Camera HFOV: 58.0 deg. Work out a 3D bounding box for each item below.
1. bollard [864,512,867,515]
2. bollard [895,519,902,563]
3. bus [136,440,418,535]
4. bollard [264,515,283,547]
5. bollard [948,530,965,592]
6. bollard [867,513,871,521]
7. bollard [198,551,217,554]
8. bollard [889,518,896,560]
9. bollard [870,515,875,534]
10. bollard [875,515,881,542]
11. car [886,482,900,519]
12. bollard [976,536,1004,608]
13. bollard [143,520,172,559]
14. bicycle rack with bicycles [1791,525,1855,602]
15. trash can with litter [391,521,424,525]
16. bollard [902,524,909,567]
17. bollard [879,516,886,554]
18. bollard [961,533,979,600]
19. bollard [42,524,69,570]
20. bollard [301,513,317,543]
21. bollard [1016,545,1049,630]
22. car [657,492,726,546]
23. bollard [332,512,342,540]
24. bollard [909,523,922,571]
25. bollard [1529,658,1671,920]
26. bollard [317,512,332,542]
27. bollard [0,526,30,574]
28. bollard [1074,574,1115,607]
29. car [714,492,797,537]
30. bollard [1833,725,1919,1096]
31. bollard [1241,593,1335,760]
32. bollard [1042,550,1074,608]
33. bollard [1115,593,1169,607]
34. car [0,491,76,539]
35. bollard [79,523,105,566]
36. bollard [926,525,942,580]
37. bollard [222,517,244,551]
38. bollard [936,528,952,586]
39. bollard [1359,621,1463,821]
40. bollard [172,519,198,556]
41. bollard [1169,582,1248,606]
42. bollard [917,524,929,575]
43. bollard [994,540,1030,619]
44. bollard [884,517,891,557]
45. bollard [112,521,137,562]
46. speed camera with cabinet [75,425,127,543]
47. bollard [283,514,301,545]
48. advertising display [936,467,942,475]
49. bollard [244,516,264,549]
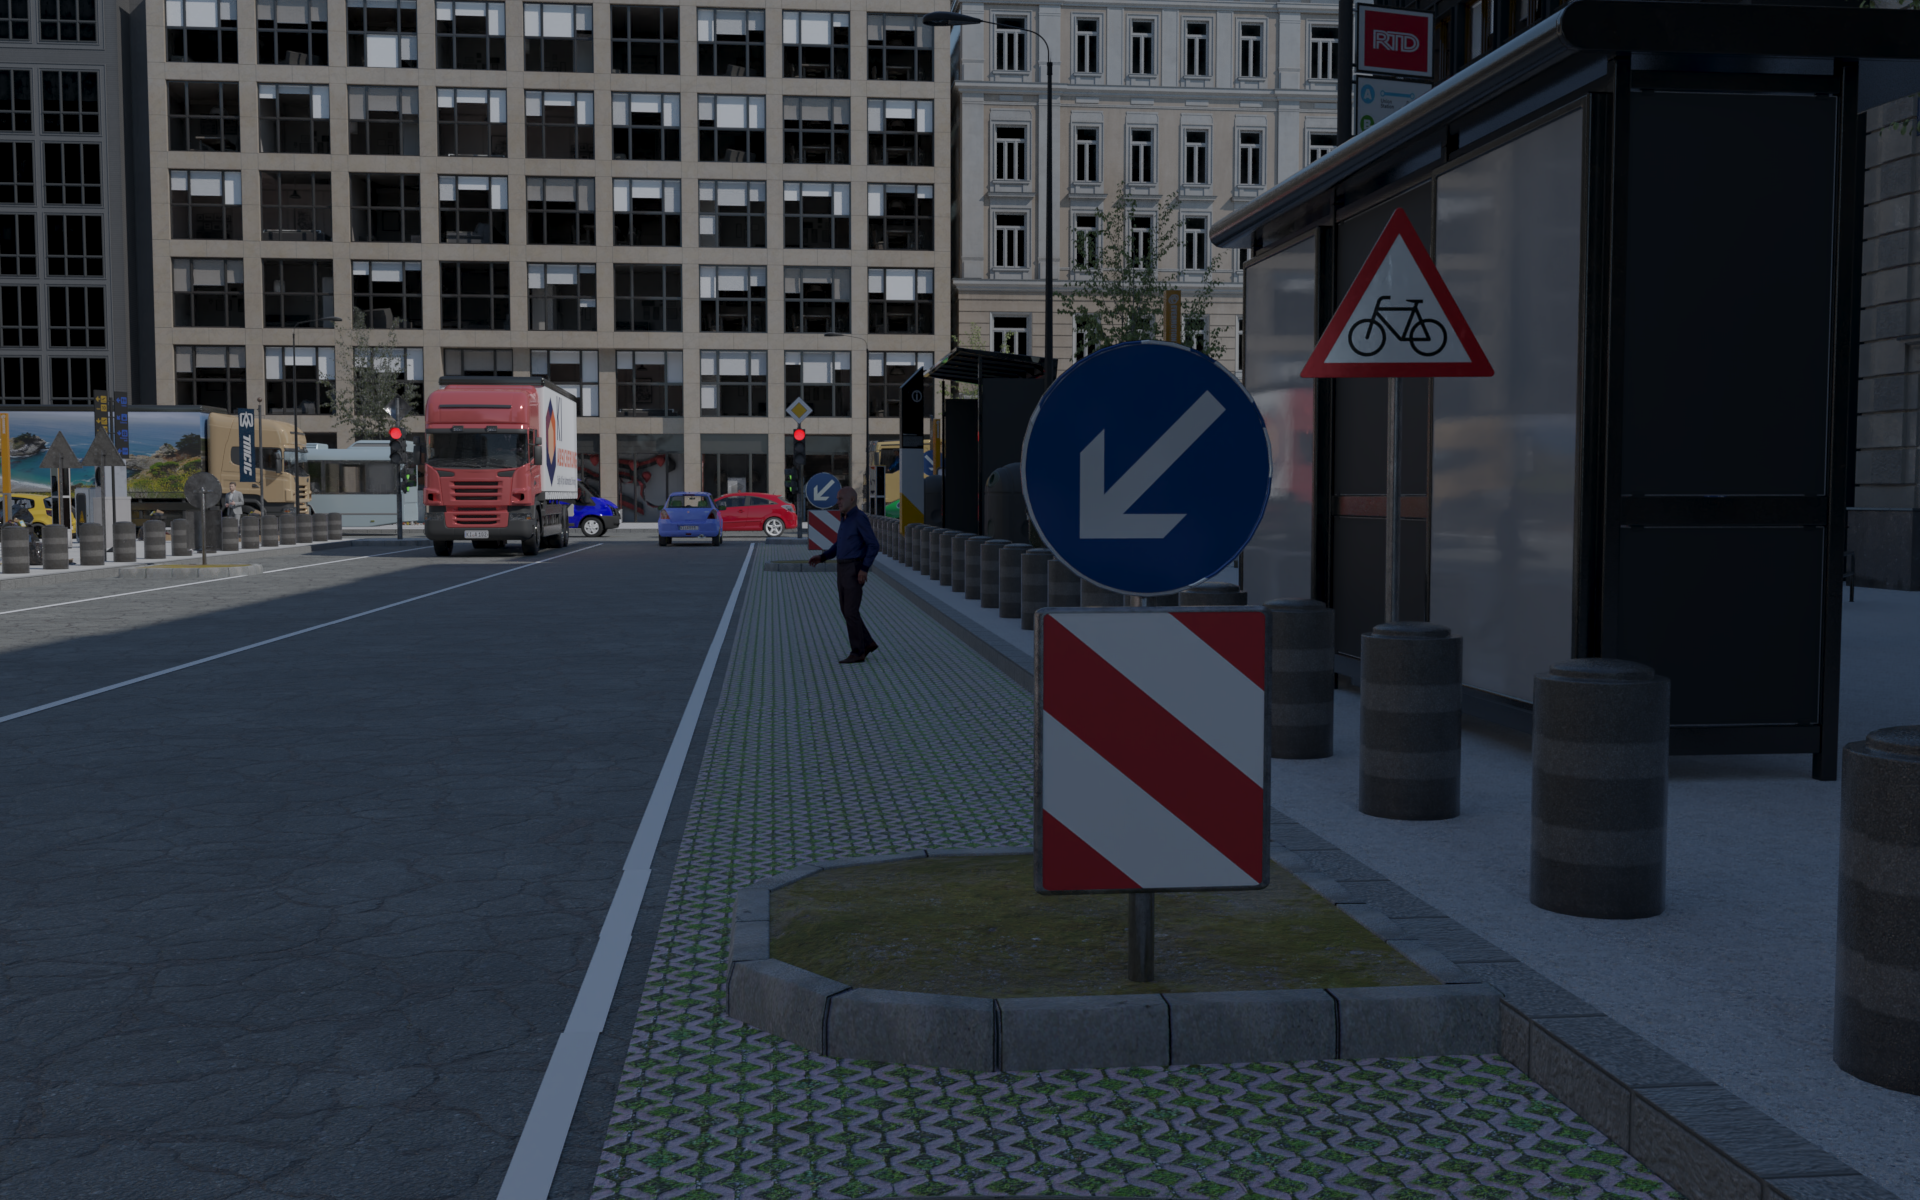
[{"bbox_3d":[-2.151,-1.743,43.215,0.404,0.777,0.398,0,3,0],"label":"bollard"},{"bbox_3d":[-0.945,-1.069,32.195,0.404,0.777,0.398,0,3,0],"label":"bollard"},{"bbox_3d":[-25.693,-3.955,59.525,13.247,3.499,2.948,0,4,-7],"label":"bus"},{"bbox_3d":[-16.809,-1.678,42.159,0.404,0.777,0.398,0,3,0],"label":"bollard"},{"bbox_3d":[0.091,-0.492,22.766,0.404,0.777,0.398,0,3,0],"label":"bollard"},{"bbox_3d":[-1.977,-1.646,41.636,0.404,0.777,0.398,0,3,0],"label":"bollard"},{"bbox_3d":[-16.293,-1.390,37.440,0.404,0.777,0.398,0,3,0],"label":"bollard"},{"bbox_3d":[-1.118,-1.165,33.764,0.404,0.777,0.398,0,3,0],"label":"bollard"},{"bbox_3d":[-1.802,-1.550,40.060,0.404,0.777,0.398,0,3,0],"label":"bollard"},{"bbox_3d":[-1.631,-1.454,38.491,0.404,0.777,0.398,0,3,0],"label":"bollard"},{"bbox_3d":[-0.575,-2.760,53.920,4.718,1.807,1.959,0,4,-4],"label":"car"},{"bbox_3d":[0.433,-0.299,19.606,0.404,0.777,0.398,0,3,0],"label":"bollard"},{"bbox_3d":[-15.949,-1.198,34.300,0.404,0.777,0.398,0,3,0],"label":"bollard"},{"bbox_3d":[9.183,-0.422,20.276,2.852,0.926,2.925,2,4,35],"label":"bicycle rack with bicycles"},{"bbox_3d":[-22.727,-3.718,71.850,1.678,1.210,2.233,0,4,0],"label":"trash can with litter"},{"bbox_3d":[-0.774,-0.973,30.627,0.404,0.777,0.398,0,3,0],"label":"bollard"},{"bbox_3d":[-1.461,-1.357,36.908,0.404,0.777,0.398,0,3,0],"label":"bollard"},{"bbox_3d":[0.259,-0.396,21.188,0.404,0.777,0.398,0,3,0],"label":"bollard"},{"bbox_3d":[-15.431,-0.907,29.539,0.404,0.777,0.398,0,3,0],"label":"bollard"},{"bbox_3d":[-17.154,-1.870,45.298,0.404,0.777,0.398,0,3,0],"label":"bollard"},{"bbox_3d":[0.781,-0.105,16.440,0.404,0.777,0.398,0,3,0],"label":"bollard"},{"bbox_3d":[-7.567,-2.398,48.793,1.945,1.707,3.694,0,4,-6],"label":"car"},{"bbox_3d":[-17.500,-2.063,48.448,0.404,0.777,0.398,0,3,0],"label":"bollard"},{"bbox_3d":[-0.600,-0.877,29.058,0.404,0.777,0.398,0,3,0],"label":"bollard"},{"bbox_3d":[1.989,0.570,5.392,0.404,0.777,0.398,0,3,0],"label":"bollard"},{"bbox_3d":[-17.325,-1.966,46.867,0.404,0.777,0.398,0,3,0],"label":"bollard"},{"bbox_3d":[-15.258,-0.811,27.970,0.404,0.777,0.398,0,3,0],"label":"bollard"},{"bbox_3d":[1.124,0.088,13.276,0.404,0.777,0.398,0,3,0],"label":"bollard"},{"bbox_3d":[-7.629,-2.970,57.604,4.494,1.783,2.155,0,4,-5],"label":"car"},{"bbox_3d":[2.162,0.666,3.824,0.404,0.777,0.398,0,3,0],"label":"bollard"},{"bbox_3d":[1.644,0.378,8.540,0.404,0.777,0.398,0,3,0],"label":"bollard"},{"bbox_3d":[0.952,-0.009,14.871,0.404,0.777,0.398,0,3,0],"label":"bollard"},{"bbox_3d":[1.302,0.186,11.678,0.404,0.777,0.398,0,3,0],"label":"bollard"},{"bbox_3d":[-28.450,-2.514,51.330,3.980,1.641,2.015,0,4,-6],"label":"car"},{"bbox_3d":[-15.601,-1.004,31.125,0.404,0.777,0.398,0,3,0],"label":"bollard"},{"bbox_3d":[-0.253,-0.685,25.909,0.404,0.777,0.398,0,3,0],"label":"bollard"},{"bbox_3d":[-16.469,-1.487,39.021,0.404,0.777,0.398,0,3,0],"label":"bollard"},{"bbox_3d":[-0.086,-0.588,24.334,0.404,0.777,0.398,0,3,0],"label":"bollard"},{"bbox_3d":[1.813,0.474,6.971,0.404,0.777,0.398,0,3,0],"label":"bollard"},{"bbox_3d":[-16.125,-1.294,35.871,0.404,0.777,0.398,0,3,0],"label":"bollard"},{"bbox_3d":[1.475,0.282,10.109,0.404,0.777,0.398,0,3,0],"label":"bollard"},{"bbox_3d":[-0.426,-0.780,27.477,0.404,0.777,0.398,0,3,0],"label":"bollard"},{"bbox_3d":[0.606,-0.202,18.019,0.404,0.777,0.398,0,3,0],"label":"bollard"},{"bbox_3d":[-1.287,-1.261,35.338,0.404,0.777,0.398,0,3,0],"label":"bollard"},{"bbox_3d":[-15.777,-1.100,32.700,0.404,0.777,0.398,0,3,0],"label":"bollard"},{"bbox_3d":[-22.390,-3.104,45.094,2.038,3.252,0.660,3,5,43],"label":"speed camera with cabinet"},{"bbox_3d":[-16.982,-1.774,43.729,0.404,0.777,0.398,0,3,0],"label":"bollard"},{"bbox_3d":[-0.134,-2.198,41.156,0.974,1.923,0.123,2,4,35],"label":"advertising display"},{"bbox_3d":[-16.639,-1.582,40.590,0.404,0.777,0.398,0,3,0],"label":"bollard"}]
